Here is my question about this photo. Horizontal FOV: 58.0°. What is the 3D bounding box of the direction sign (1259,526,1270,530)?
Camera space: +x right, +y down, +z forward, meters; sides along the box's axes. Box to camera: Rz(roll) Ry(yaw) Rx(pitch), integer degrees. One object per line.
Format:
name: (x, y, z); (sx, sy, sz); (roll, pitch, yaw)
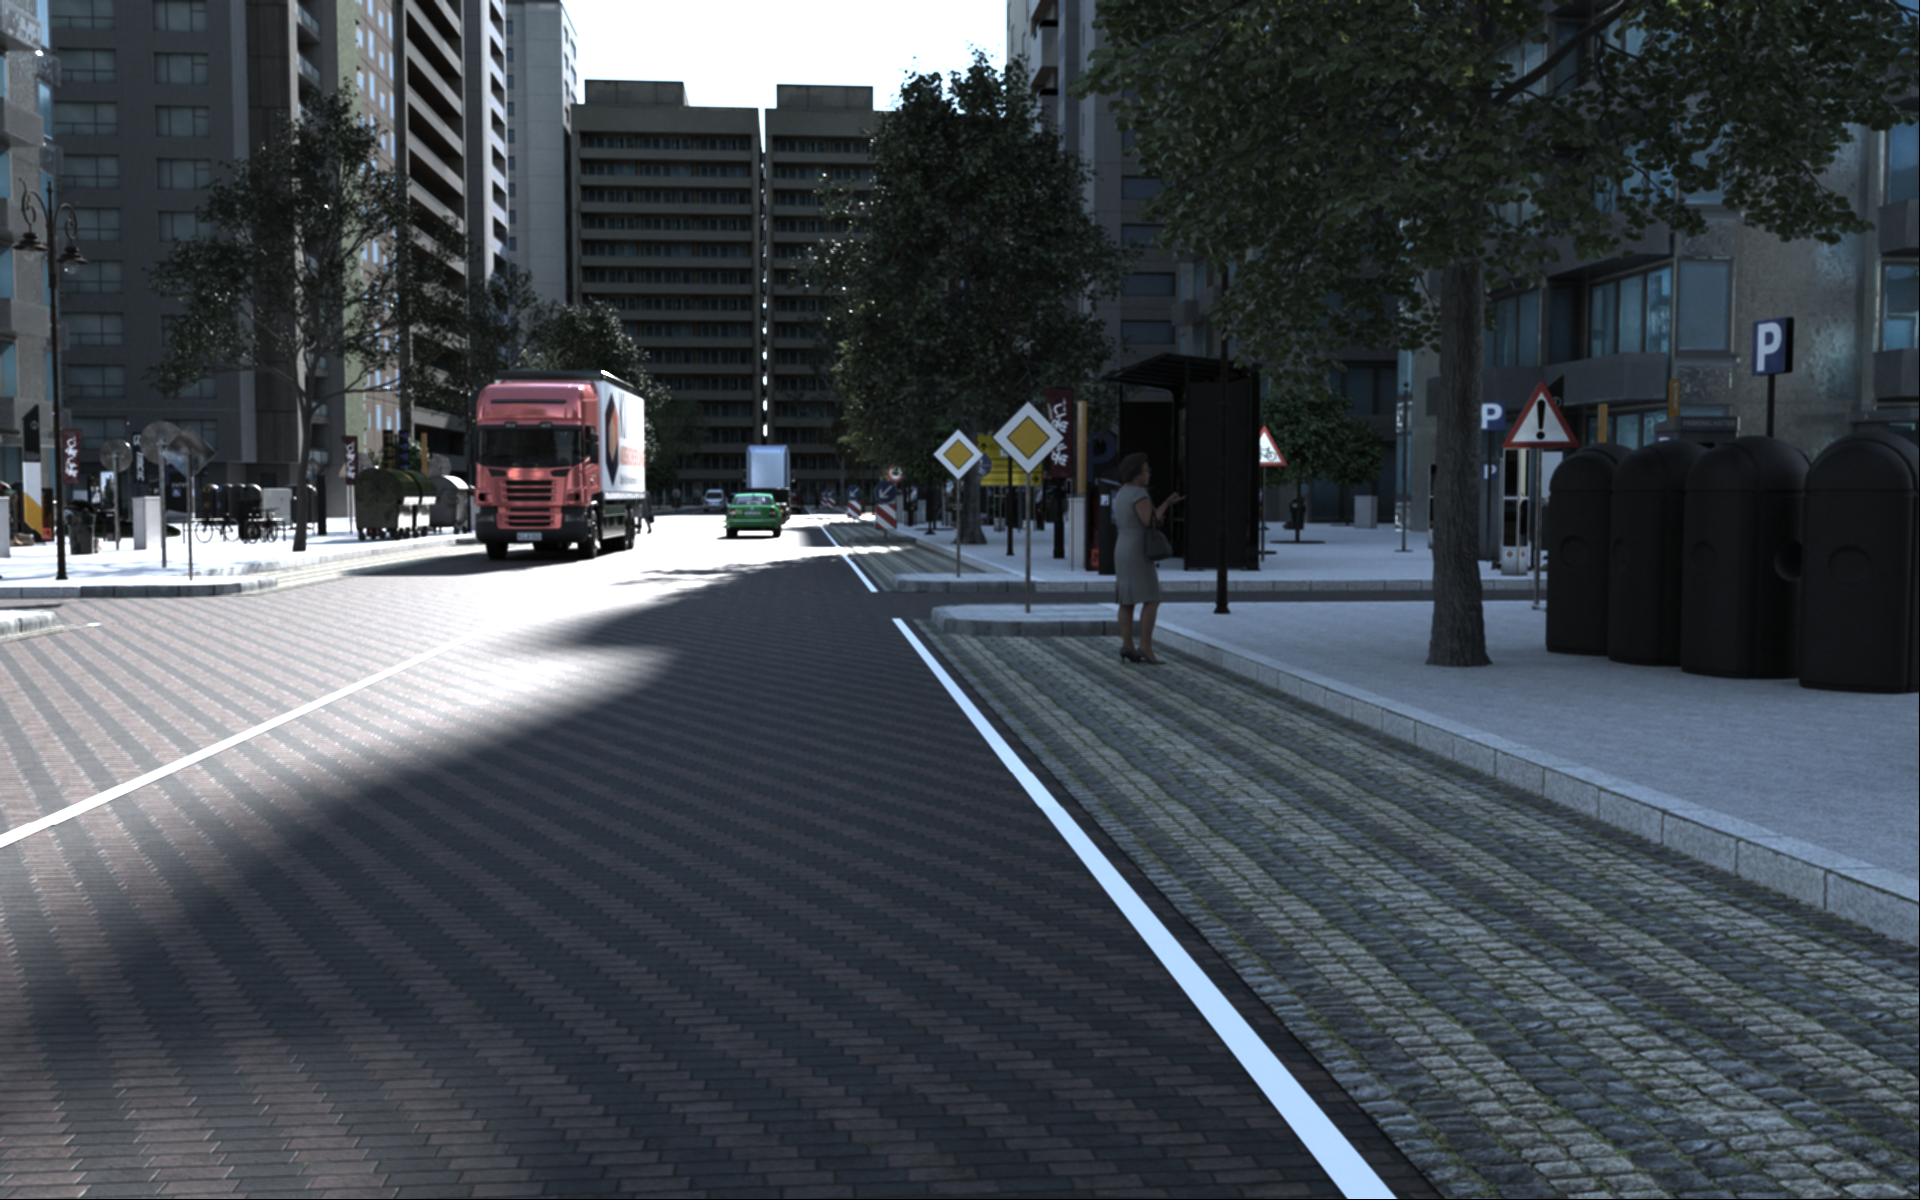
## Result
direction sign: (10.886, -4.273, 61.869); (0.876, 3.537, 0.379); (0, 4, 7)

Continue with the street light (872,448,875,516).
street light: (-5.071, -7.856, 101.234); (0.468, 5.910, 1.993); (0, 4, -5)

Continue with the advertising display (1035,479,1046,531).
advertising display: (2.835, -3.418, 61.102); (0.123, 1.923, 0.974); (-1, 4, -13)

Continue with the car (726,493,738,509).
car: (-22.436, -9.966, 172.538); (1.945, 1.707, 3.694); (0, 4, -6)

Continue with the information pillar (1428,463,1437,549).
information pillar: (11.231, -2.216, 40.718); (0.304, 2.012, 0.304); (-3, 4, -39)

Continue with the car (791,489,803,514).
car: (-12.563, -7.168, 125.874); (2.281, 1.827, 5.304); (0, 4, -5)

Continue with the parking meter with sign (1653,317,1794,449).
parking meter with sign: (7.283, -1.282, 17.214); (1.738, 3.016, 0.543); (-1, 4, -9)

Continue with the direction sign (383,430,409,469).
direction sign: (-19.917, -4.235, 61.238); (0.876, 3.537, 0.379); (-2, 4, -26)

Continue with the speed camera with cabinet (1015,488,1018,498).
speed camera with cabinet: (3.860, -6.087, 93.864); (2.038, 3.252, 0.660); (3, 5, 43)

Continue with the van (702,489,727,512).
van: (-19.871, -8.159, 140.409); (2.013, 2.044, 4.112); (0, 4, -4)

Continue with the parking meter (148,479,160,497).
parking meter: (-32.083, -3.871, 69.008); (0.255, 1.863, 0.399); (3, 5, 41)

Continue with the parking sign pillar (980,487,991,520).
parking sign pillar: (0.665, -5.235, 74.067); (1.447, 3.967, 1.447); (1, 4, 21)

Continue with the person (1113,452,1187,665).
person: (1.597, -0.347, 14.535); (0.532, 1.782, 0.716); (-1, 4, -19)

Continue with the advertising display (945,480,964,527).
advertising display: (-0.099, -3.826, 67.773); (0.974, 1.923, 0.123); (0, 4, 4)

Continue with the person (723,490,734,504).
person: (-17.777, -7.625, 133.890); (1.217, 1.735, 0.721); (-2, 4, -27)

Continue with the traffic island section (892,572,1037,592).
traffic island section: (-0.005, -0.270, 26.696); (2.009, 0.180, 2.903); (0, 4, -5)

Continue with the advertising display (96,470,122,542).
advertising display: (-23.009, -2.552, 46.934); (0.974, 1.923, 0.123); (3, 4, 38)

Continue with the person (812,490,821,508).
person: (-13.270, -9.343, 161.201); (1.348, 1.831, 0.705); (-3, 5, -40)

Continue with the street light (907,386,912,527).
street light: (-1.992, -5.843, 68.318); (0.468, 5.910, 1.993); (0, 4, -5)

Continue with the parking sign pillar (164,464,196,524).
parking sign pillar: (-34.264, -5.341, 75.800); (1.447, 3.967, 1.447); (-1, 4, -11)

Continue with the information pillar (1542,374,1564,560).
information pillar: (11.545, -2.601, 33.883); (0.504, 3.616, 0.183); (1, 4, 12)

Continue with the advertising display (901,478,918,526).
advertising display: (-1.996, -3.968, 70.095); (0.123, 1.923, 0.974); (2, 4, 28)

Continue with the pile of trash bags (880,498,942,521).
pile of trash bags: (-2.782, -5.049, 92.305); (3.447, 1.369, 1.912); (-3, 5, -43)

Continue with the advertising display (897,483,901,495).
advertising display: (-3.148, -5.848, 100.832); (0.974, 1.923, 0.123); (-1, 4, -9)

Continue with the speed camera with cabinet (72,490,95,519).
speed camera with cabinet: (-38.237, -4.903, 74.507); (2.038, 3.252, 0.660); (-2, 4, -28)

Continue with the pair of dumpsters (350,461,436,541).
pair of dumpsters: (-16.179, -2.873, 49.459); (1.574, 2.255, 4.437); (0, 4, -5)

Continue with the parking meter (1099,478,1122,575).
parking meter: (2.393, -1.170, 27.535); (0.372, 1.533, 0.369); (0, 3, 0)

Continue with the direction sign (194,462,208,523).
direction sign: (-34.069, -5.246, 77.773); (0.379, 3.537, 0.876); (1, 4, 16)

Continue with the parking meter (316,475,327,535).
parking meter: (-19.875, -2.948, 53.916); (0.255, 1.863, 0.399); (-1, 4, -19)

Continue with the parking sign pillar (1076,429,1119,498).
parking sign pillar: (4.263, -3.968, 53.341); (1.447, 3.967, 1.447); (-1, 4, -16)

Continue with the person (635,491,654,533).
person: (-11.515, -3.325, 62.960); (0.694, 1.812, 0.767); (-3, 5, -39)

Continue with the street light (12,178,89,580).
street light: (-13.445, -3.239, 25.753); (0.468, 5.910, 1.993); (0, 4, -5)

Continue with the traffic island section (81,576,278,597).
traffic island section: (-11.395, -0.204, 25.617); (2.009, 0.180, 2.903); (0, 4, -5)

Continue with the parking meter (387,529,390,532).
parking meter: (-18.994, -3.032, 57.989); (0.372, 1.533, 0.369); (0, 3, 0)

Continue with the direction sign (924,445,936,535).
direction sign: (-0.951, -3.843, 54.832); (0.379, 3.537, 0.876); (0, 4, 3)

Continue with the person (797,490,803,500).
person: (-12.595, -7.802, 136.591); (0.721, 1.766, 1.217); (1, 4, 12)

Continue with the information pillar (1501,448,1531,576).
information pillar: (8.756, -1.395, 27.297); (0.304, 2.012, 0.304); (-3, 5, -41)

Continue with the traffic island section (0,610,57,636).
traffic island section: (-10.636, 0.282, 17.668); (2.009, 0.180, 2.903); (0, 4, -5)

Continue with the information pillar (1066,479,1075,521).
information pillar: (5.326, -4.816, 83.241); (0.304, 2.012, 0.304); (3, 5, 42)

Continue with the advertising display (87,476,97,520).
advertising display: (-30.126, -3.391, 60.658); (0.123, 1.923, 0.974); (1, 4, 17)

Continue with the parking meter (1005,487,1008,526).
parking meter: (1.801, -3.907, 69.593); (0.255, 1.863, 0.399); (2, 4, 35)

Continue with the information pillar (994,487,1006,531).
information pillar: (1.377, -3.400, 60.075); (0.304, 2.012, 0.304); (2, 4, 34)

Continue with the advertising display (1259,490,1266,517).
advertising display: (8.739, -2.874, 52.205); (0.974, 1.923, 0.123); (1, 4, 18)

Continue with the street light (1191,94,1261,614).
street light: (2.819, -2.794, 18.464); (0.468, 5.910, 1.993); (0, 4, -5)

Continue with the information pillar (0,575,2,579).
information pillar: (-14.739, -2.138, 26.305); (0.183, 3.616, 0.504); (-2, 4, -34)

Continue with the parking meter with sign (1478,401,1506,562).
parking meter with sign: (10.297, -2.278, 33.512); (0.543, 3.016, 1.738); (1, 4, 20)

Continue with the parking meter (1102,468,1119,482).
parking meter: (3.384, -2.028, 38.865); (0.255, 1.863, 0.399); (-2, 4, -34)

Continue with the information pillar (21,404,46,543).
information pillar: (-24.070, -3.277, 44.940); (0.183, 3.616, 0.504); (1, 4, 22)

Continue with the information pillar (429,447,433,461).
information pillar: (-26.342, -5.807, 86.305); (0.183, 3.616, 0.504); (-2, 4, -26)

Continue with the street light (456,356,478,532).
street light: (-16.499, -5.215, 58.053); (0.468, 5.910, 1.993); (0, 4, -5)

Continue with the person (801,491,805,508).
person: (-16.199, -10.258, 176.900); (0.721, 1.739, 1.217); (3, 4, 37)

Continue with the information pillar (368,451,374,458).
information pillar: (-32.125, -6.297, 94.303); (0.504, 3.616, 0.183); (-1, 4, -10)

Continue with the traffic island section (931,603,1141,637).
traffic island section: (0.754, 0.216, 18.746); (2.009, 0.180, 2.903); (0, 4, -5)

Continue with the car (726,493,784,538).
car: (-6.916, -3.028, 58.309); (1.959, 1.807, 4.718); (0, 4, -5)

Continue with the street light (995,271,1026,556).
street light: (1.047, -3.867, 36.017); (0.468, 5.910, 1.993); (0, 4, -5)
